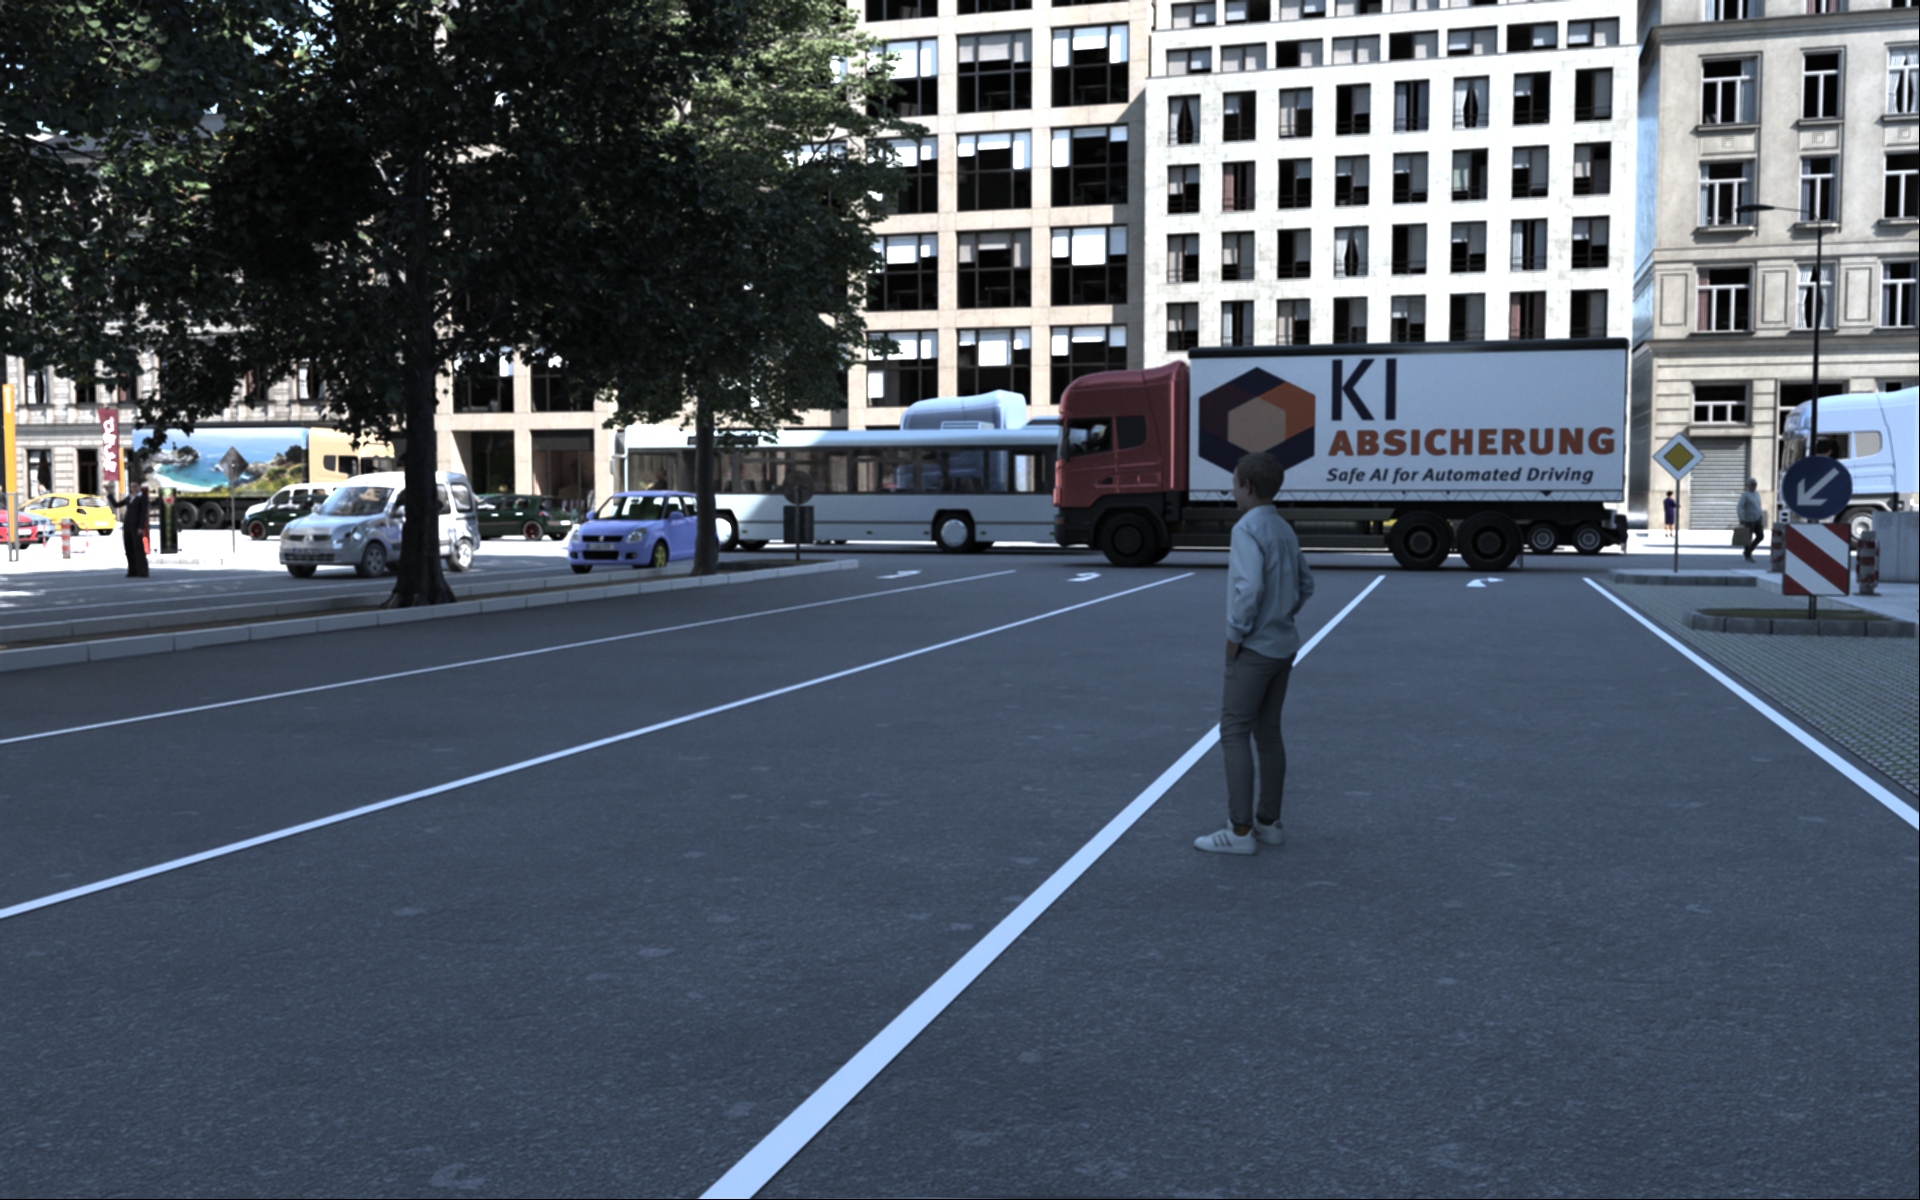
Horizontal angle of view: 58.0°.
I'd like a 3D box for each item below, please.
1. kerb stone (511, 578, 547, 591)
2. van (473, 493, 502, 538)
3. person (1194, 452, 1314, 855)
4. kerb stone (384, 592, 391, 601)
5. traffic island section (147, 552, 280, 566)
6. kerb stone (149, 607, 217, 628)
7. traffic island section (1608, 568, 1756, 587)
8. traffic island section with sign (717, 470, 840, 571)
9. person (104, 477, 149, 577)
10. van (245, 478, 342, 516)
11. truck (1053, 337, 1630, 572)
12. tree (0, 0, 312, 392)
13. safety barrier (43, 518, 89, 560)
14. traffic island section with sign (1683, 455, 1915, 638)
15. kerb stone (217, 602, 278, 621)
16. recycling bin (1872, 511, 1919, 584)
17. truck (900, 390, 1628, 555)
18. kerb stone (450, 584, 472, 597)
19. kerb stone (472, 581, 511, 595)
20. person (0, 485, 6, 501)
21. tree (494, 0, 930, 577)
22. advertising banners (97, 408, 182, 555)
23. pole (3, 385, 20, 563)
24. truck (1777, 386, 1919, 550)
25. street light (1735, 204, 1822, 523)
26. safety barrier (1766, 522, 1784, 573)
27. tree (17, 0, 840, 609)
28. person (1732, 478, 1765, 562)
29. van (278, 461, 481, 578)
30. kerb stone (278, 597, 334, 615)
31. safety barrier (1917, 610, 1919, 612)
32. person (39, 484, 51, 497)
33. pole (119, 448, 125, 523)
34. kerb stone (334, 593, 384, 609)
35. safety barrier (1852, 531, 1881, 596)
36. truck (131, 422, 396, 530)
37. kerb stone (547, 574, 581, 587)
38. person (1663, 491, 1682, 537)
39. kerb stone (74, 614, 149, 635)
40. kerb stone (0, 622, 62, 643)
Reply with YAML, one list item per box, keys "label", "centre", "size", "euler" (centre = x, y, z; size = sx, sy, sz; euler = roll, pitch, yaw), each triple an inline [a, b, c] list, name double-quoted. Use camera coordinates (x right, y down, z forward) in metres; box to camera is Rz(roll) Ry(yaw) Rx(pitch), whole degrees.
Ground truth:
- label: "kerb stone"
  centre: [-6.513, -0.224, 25.857]
  size: [0.120, 0.150, 1.000]
  euler: [1, 4, 16]
- label: "van"
  centre: [-16.574, -3.010, 56.217]
  size: [4.112, 2.044, 2.013]
  euler: [1, 4, 18]
- label: "person"
  centre: [1.217, 0.198, 7.079]
  size: [0.589, 1.601, 0.330]
  euler: [-3, 5, -44]
- label: "kerb stone"
  centre: [-7.388, -0.039, 22.892]
  size: [0.120, 0.150, 1.000]
  euler: [1, 4, 16]
- label: "traffic island section"
  centre: [-15.190, -0.851, 36.191]
  size: [2.009, 0.180, 2.903]
  euler: [1, 4, 16]
- label: "kerb stone"
  centre: [-8.550, 0.200, 18.930]
  size: [0.120, 0.150, 1.000]
  euler: [1, 4, 16]
- label: "traffic island section"
  centre: [11.713, -0.368, 28.295]
  size: [2.009, 0.180, 2.903]
  euler: [1, 4, 16]
- label: "traffic island section with sign"
  centre: [-3.306, -1.518, 32.951]
  size: [2.006, 1.907, 1.989]
  euler: [1, 4, 16]
- label: "person"
  centre: [-14.315, -1.250, 29.745]
  size: [0.742, 1.727, 0.445]
  euler: [-1, 4, -13]
- label: "van"
  centre: [-25.007, -3.577, 65.501]
  size: [4.112, 2.044, 2.013]
  euler: [1, 4, 16]
- label: "truck"
  centre: [6.853, -2.737, 33.667]
  size: [11.283, 4.237, 2.839]
  euler: [1, 4, 16]
- label: "tree"
  centre: [-9.174, -6.298, 12.080]
  size: [9.857, 13.997, 8.962]
  euler: [0, 3, 0]
- label: "safety barrier"
  centre: [-17.491, -1.199, 33.886]
  size: [0.300, 0.817, 1.120]
  euler: [1, 4, 16]
- label: "traffic island section with sign"
  centre: [8.796, -0.594, 18.335]
  size: [1.989, 1.847, 2.006]
  euler: [1, 4, 16]
- label: "kerb stone"
  centre: [-8.256, 0.139, 19.929]
  size: [0.120, 0.150, 1.000]
  euler: [1, 4, 16]
- label: "recycling bin"
  centre: [13.713, -0.776, 25.237]
  size: [0.722, 1.027, 0.722]
  euler: [2, 4, 33]
- label: "truck"
  centre: [6.858, -3.311, 43.890]
  size: [18.799, 4.110, 2.967]
  euler: [1, 4, 18]
- label: "kerb stone"
  centre: [-7.095, -0.103, 23.883]
  size: [0.120, 0.150, 1.000]
  euler: [1, 4, 16]
- label: "kerb stone"
  centre: [-6.801, -0.164, 24.870]
  size: [0.120, 0.150, 1.000]
  euler: [1, 4, 16]
- label: "person"
  centre: [-36.417, -3.529, 66.423]
  size: [1.509, 1.804, 0.699]
  euler: [-1, 4, -11]
- label: "tree"
  centre: [-4.380, -6.689, 29.944]
  size: [7.486, 12.596, 7.792]
  euler: [0, 3, 0]
- label: "advertising banners"
  centre: [-17.060, -2.437, 36.027]
  size: [0.090, 3.025, 2.074]
  euler: [1, 4, 21]
- label: "pole"
  centre: [-17.751, -2.358, 32.405]
  size: [0.158, 3.312, 0.155]
  euler: [0, 3, 0]
- label: "truck"
  centre: [29.786, -3.236, 42.669]
  size: [18.799, 4.110, 2.967]
  euler: [1, 4, 15]
- label: "street light"
  centre: [13.111, -3.377, 27.760]
  size: [1.470, 5.913, 1.316]
  euler: [1, 4, 16]
- label: "safety barrier"
  centre: [13.360, -0.858, 28.296]
  size: [0.300, 0.817, 1.120]
  euler: [1, 4, 16]
- label: "tree"
  centre: [-6.776, -6.250, 21.645]
  size: [9.611, 12.733, 9.660]
  euler: [0, 3, 0]
- label: "person"
  centre: [16.509, -1.673, 36.334]
  size: [0.782, 1.767, 0.515]
  euler: [-2, 4, -30]
- label: "van"
  centre: [-10.336, -1.464, 30.949]
  size: [2.013, 2.044, 4.112]
  euler: [1, 4, 18]
- label: "kerb stone"
  centre: [-7.962, 0.081, 20.913]
  size: [0.120, 0.150, 1.000]
  euler: [1, 4, 16]
- label: "safety barrier"
  centre: [10.544, -0.272, 18.716]
  size: [0.300, 0.817, 1.120]
  euler: [1, 4, 16]
- label: "person"
  centre: [-38.004, -3.889, 71.898]
  size: [0.655, 1.846, 0.447]
  euler: [2, 4, 29]
- label: "pole"
  centre: [-37.351, -5.096, 77.167]
  size: [0.158, 3.312, 0.155]
  euler: [0, 3, 0]
- label: "kerb stone"
  centre: [-7.677, 0.018, 21.906]
  size: [0.120, 0.150, 1.000]
  euler: [1, 4, 16]
- label: "safety barrier"
  centre: [11.479, -0.467, 21.910]
  size: [0.300, 0.817, 1.120]
  euler: [1, 4, 16]
- label: "truck"
  centre: [-27.379, -4.901, 69.049]
  size: [11.283, 4.237, 2.839]
  euler: [1, 4, 15]
- label: "kerb stone"
  centre: [-6.216, -0.281, 26.840]
  size: [0.120, 0.150, 1.000]
  euler: [1, 4, 16]
- label: "person"
  centre: [23.491, -2.832, 57.169]
  size: [0.453, 1.535, 0.546]
  euler: [3, 5, 42]
- label: "kerb stone"
  centre: [-8.842, 0.260, 17.943]
  size: [0.120, 0.150, 1.000]
  euler: [1, 4, 16]
- label: "kerb stone"
  centre: [-9.139, 0.326, 16.952]
  size: [0.120, 0.150, 1.000]
  euler: [1, 4, 16]
